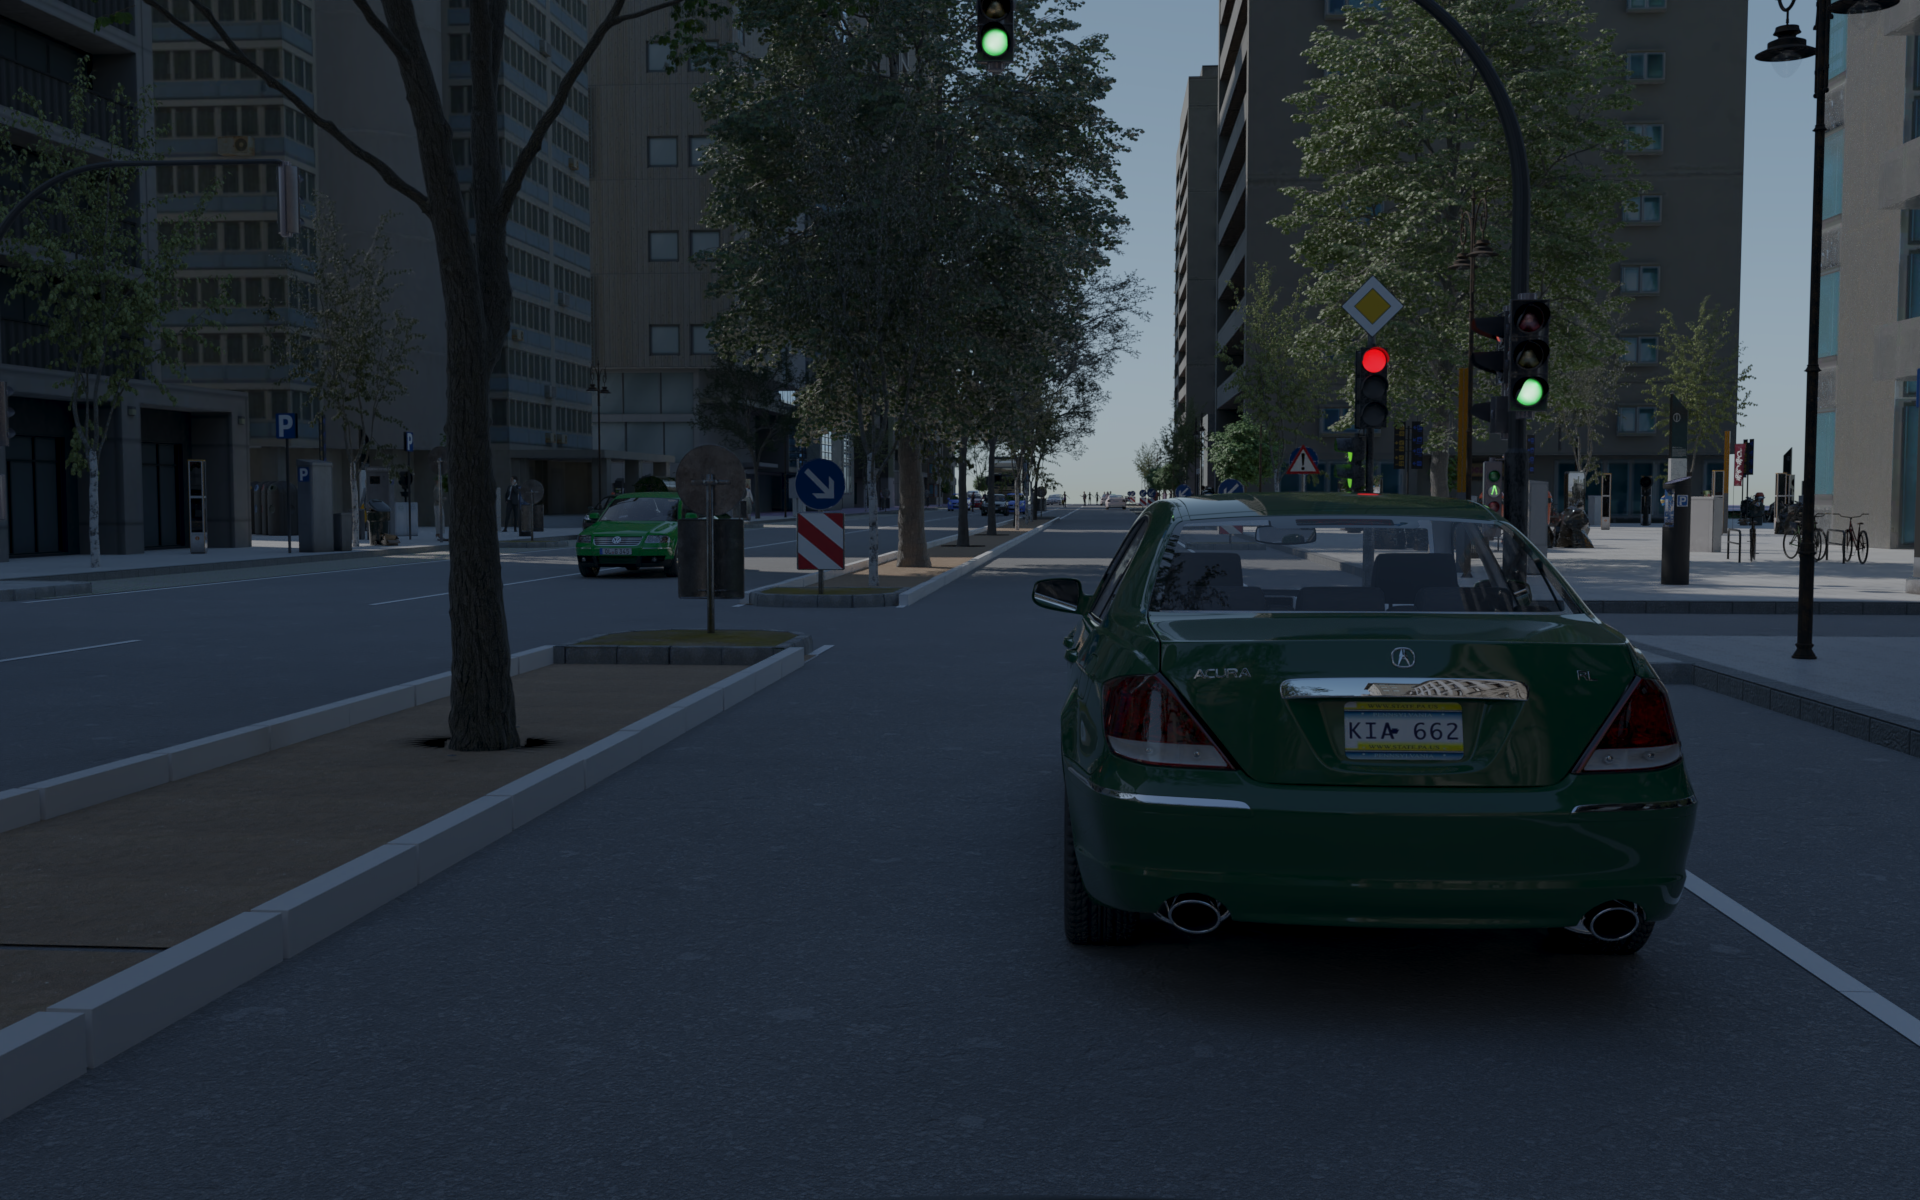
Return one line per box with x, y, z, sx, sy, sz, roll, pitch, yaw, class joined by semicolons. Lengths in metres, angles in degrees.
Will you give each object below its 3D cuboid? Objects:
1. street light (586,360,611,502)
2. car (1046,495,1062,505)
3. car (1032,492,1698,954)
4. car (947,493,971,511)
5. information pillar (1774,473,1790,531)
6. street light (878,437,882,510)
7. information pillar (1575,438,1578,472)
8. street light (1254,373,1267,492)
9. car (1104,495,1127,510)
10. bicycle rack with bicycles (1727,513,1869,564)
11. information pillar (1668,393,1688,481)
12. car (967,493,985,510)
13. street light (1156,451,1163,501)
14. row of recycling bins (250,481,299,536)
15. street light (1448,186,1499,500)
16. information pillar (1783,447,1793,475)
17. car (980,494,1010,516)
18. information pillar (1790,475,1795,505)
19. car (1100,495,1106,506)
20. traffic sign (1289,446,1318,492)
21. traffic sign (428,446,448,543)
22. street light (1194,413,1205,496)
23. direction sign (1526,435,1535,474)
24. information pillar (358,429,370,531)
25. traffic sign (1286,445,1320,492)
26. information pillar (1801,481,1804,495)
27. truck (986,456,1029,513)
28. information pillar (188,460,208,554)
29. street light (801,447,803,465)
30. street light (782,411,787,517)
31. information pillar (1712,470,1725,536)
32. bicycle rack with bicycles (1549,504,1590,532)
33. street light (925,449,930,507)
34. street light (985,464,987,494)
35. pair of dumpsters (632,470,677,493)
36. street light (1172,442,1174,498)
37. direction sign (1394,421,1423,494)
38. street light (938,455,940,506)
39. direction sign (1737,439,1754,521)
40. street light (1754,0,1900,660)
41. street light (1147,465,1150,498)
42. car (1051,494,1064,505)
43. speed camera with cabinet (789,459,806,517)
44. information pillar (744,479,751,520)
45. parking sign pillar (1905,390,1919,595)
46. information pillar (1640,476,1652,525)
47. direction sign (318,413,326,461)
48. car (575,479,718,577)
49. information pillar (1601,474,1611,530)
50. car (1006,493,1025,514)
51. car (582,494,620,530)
-12.480;-5.330;59.937;0.468;5.910;1.993;0;4;5;street light
12.131;-12.885;223.033;2.083;1.381;4.827;0;4;5;car
1.332;0.301;6.873;2.131;1.459;4.920;0;4;4;car
-0.063;-8.332;145.823;1.945;1.707;3.694;0;4;6;car
28.392;-3.391;59.942;0.304;2.012;0.304;1;4;12;information pillar
-6.256;-9.953;135.517;0.468;5.910;1.993;0;4;5;street light
25.755;-4.958;72.418;0.183;3.616;0.504;1;4;21;information pillar
10.666;-5.421;61.420;0.468;5.910;1.993;0;4;5;street light
14.400;-9.045;160.248;2.083;1.381;4.827;0;4;4;car
15.874;-1.205;33.085;2.852;0.926;2.925;1;4;19;bicycle rack with bicycles
16.709;-2.997;40.364;0.504;3.616;0.183;-1;4;-21;information pillar
1.240;-9.129;158.293;2.155;1.783;4.494;0;4;5;car
21.195;-13.040;185.989;0.468;5.910;1.993;0;4;5;street light
-21.672;-2.896;54.459;1.069;1.692;3.534;-3;4;-38;row of recycling bins
7.792;-3.281;26.436;0.468;5.910;1.993;0;4;5;street light
41.344;-5.823;86.559;0.183;3.616;0.504;-2;4;-24;information pillar
2.324;-6.378;114.065;2.009;1.686;4.222;0;4;4;car
31.135;-3.707;65.102;0.304;2.012;0.304;-2;4;-27;information pillar
18.056;-12.182;211.539;2.083;1.381;4.827;0;4;5;car
9.185;-2.828;46.341;0.768;2.556;0.104;1;4;14;traffic sign
-13.744;-2.796;45.818;0.768;2.556;0.104;1;4;14;traffic sign
13.489;-7.583;96.767;0.468;5.910;1.993;0;4;5;street light
21.603;-4.547;66.340;0.876;3.537;0.379;-1;4;-18;direction sign
-20.528;-4.180;59.697;0.183;3.616;0.504;1;4;17;information pillar
9.036;-2.793;45.674;0.884;2.594;0.081;0;4;7;traffic sign
46.259;-5.530;94.901;0.304;2.012;0.304;1;4;20;information pillar
3.756;-8.720;131.483;2.839;4.237;11.283;0;4;5;truck
-16.369;-2.000;37.194;0.304;2.012;0.304;-1;4;-14;information pillar
-9.172;-7.821;100.659;0.468;5.910;1.993;0;4;5;street light
-9.580;-7.470;94.921;0.468;5.910;1.993;0;4;5;street light
23.490;-3.009;53.693;0.304;2.012;0.304;1;4;14;information pillar
17.849;-2.451;53.449;2.925;0.926;2.852;1;4;22;bicycle rack with bicycles
-3.177;-12.088;170.429;0.468;5.910;1.993;0;4;5;street light
3.738;-17.200;254.005;0.468;5.910;1.993;0;4;5;street light
-11.857;-4.077;69.152;1.574;2.255;4.437;0;4;5;pair of dumpsters
17.029;-10.117;138.194;0.468;5.910;1.993;0;4;5;street light
13.967;-3.792;53.999;0.876;3.537;0.379;1;4;16;direction sign
-2.216;-12.888;183.513;0.468;5.910;1.993;0;4;5;street light
32.400;-4.847;71.246;0.379;3.537;0.876;0;4;-2;direction sign
6.584;-2.480;13.328;0.468;5.910;1.993;0;4;5;street light
24.079;-15.177;220.928;0.468;5.910;1.993;0;4;5;street light
12.862;-13.346;228.430;2.015;1.641;3.980;0;4;5;car
-9.162;-6.307;97.452;0.660;3.252;2.038;0;4;6;speed camera with cabinet
-10.408;-4.908;84.730;0.304;2.012;0.304;-1;4;-17;information pillar
12.925;-2.054;22.058;1.447;3.967;1.447;-2;4;-24;parking sign pillar
28.148;-4.070;71.031;0.304;2.012;0.304;-1;4;-10;information pillar
-17.990;-3.482;48.926;0.379;3.537;0.876;-1;4;-10;direction sign
-5.548;-1.374;31.267;1.959;1.807;4.718;0;4;5;car
23.113;-3.515;61.962;0.304;2.012;0.304;1;4;21;information pillar
3.919;-6.941;123.077;1.945;1.707;3.694;0;4;5;car
-10.733;-2.784;55.302;2.009;1.686;4.222;0;4;6;car
